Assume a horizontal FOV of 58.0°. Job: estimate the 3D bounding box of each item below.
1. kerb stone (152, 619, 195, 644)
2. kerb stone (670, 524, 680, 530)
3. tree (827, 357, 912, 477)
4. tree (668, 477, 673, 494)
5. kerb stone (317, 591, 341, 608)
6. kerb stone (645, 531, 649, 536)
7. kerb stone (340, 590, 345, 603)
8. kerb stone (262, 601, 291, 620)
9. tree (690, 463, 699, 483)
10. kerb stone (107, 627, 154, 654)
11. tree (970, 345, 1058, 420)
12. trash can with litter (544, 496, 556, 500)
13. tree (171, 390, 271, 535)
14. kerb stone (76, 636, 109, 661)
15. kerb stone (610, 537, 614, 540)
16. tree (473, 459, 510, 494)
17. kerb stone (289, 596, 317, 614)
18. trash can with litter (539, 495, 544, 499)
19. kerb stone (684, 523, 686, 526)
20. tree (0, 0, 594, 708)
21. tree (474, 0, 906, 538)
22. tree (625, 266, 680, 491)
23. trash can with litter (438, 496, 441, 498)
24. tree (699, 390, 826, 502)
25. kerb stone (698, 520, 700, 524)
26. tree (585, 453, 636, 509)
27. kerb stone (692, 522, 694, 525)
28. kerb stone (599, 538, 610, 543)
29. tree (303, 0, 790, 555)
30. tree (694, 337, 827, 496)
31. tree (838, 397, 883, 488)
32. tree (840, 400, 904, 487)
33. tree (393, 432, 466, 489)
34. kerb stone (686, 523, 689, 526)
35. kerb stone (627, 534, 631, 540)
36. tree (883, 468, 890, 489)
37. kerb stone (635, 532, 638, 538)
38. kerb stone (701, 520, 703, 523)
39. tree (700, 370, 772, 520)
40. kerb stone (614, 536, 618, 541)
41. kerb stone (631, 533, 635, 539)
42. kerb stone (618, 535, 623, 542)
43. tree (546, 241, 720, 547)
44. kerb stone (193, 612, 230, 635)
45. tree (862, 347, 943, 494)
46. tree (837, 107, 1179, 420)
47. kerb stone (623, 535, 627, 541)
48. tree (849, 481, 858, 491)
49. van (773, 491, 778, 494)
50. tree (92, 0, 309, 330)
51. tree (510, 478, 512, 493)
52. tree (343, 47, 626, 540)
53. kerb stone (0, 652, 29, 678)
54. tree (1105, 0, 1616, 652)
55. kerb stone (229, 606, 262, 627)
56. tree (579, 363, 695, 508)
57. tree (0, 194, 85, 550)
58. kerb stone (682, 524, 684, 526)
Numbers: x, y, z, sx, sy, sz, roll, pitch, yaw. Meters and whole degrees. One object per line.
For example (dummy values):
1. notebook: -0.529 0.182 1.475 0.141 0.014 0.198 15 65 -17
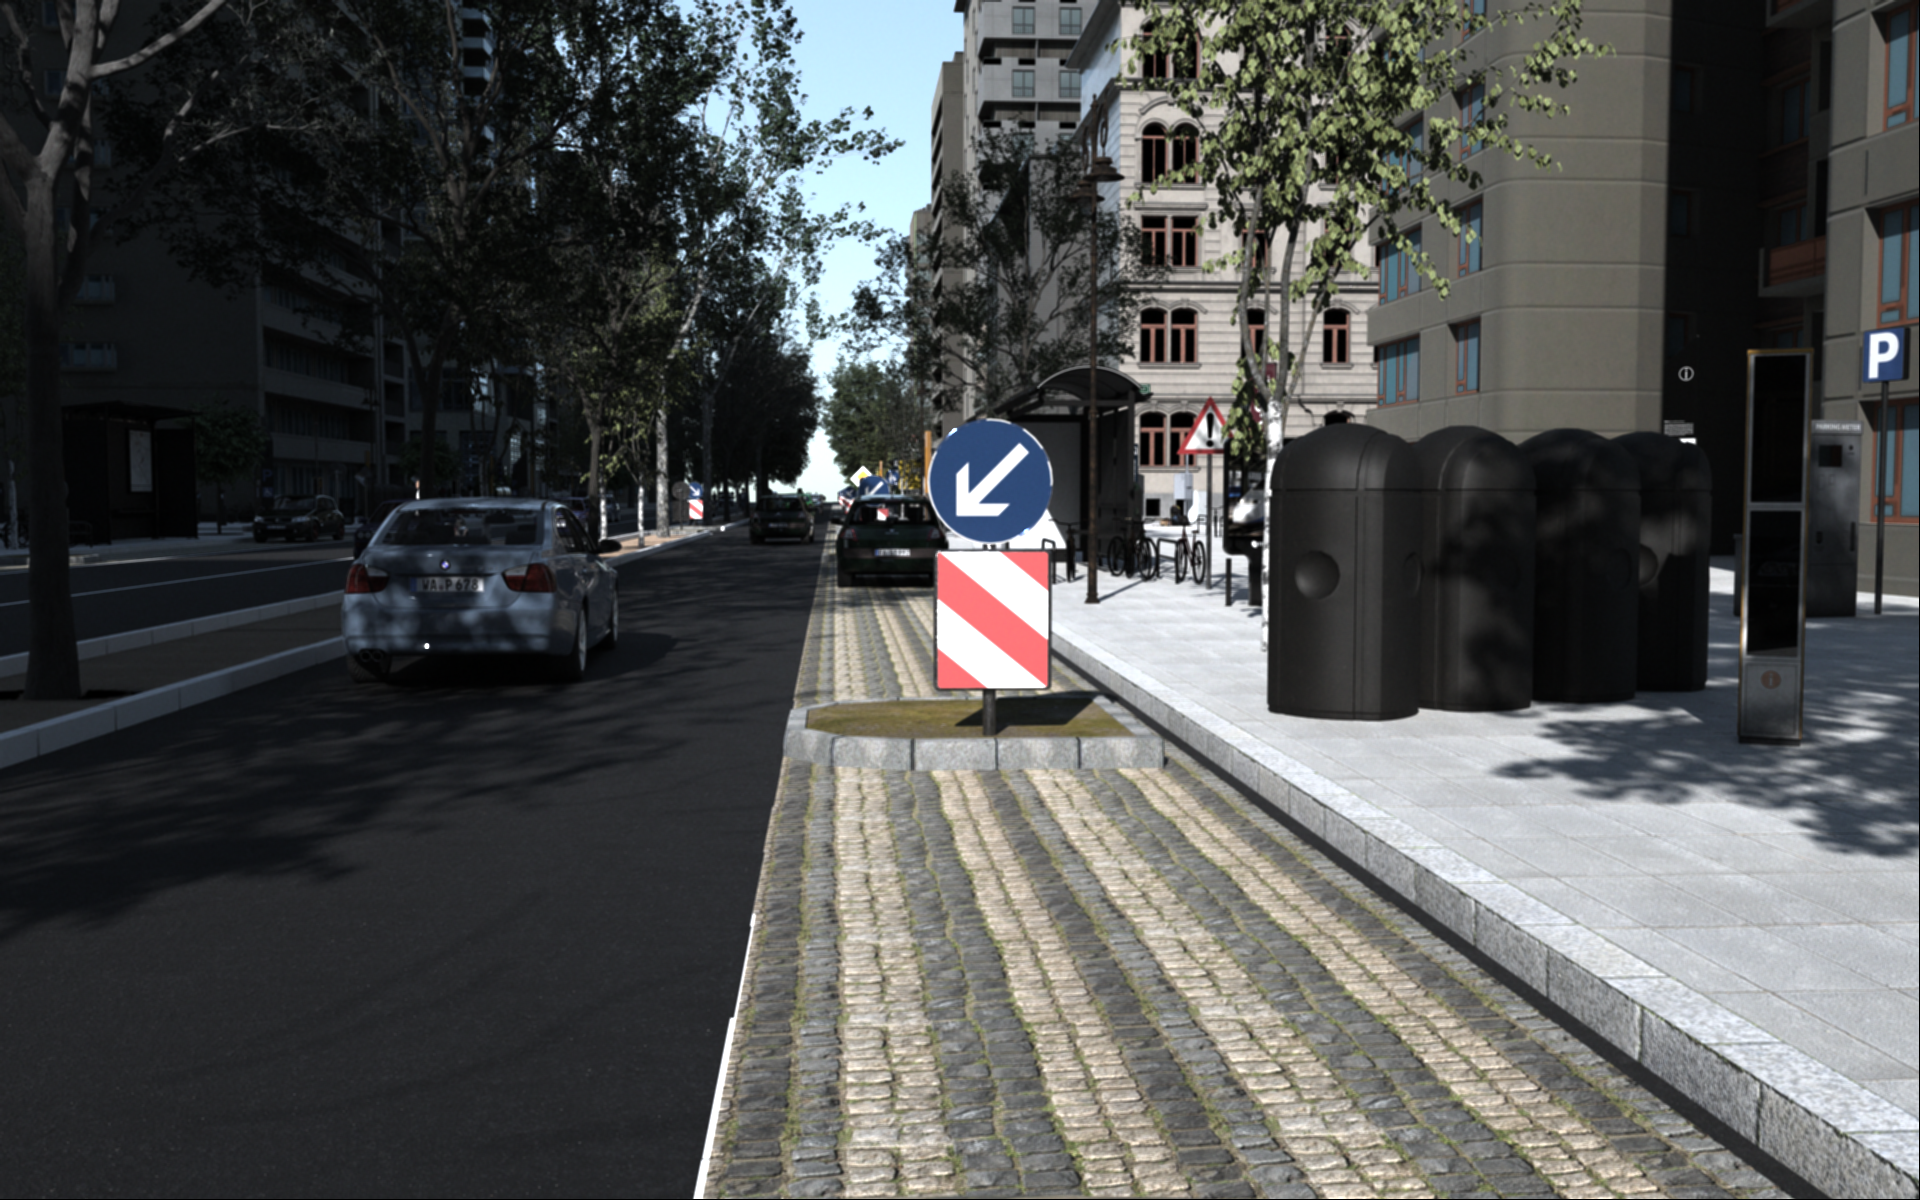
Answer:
1. kerb stone: -7.742 0.325 16.902 0.120 0.150 1.000 0 4 -4
2. kerb stone: -11.638 -2.966 70.683 0.120 0.150 1.000 0 4 -4
3. tree: -8.205 -15.498 160.051 9.857 13.997 8.962 0 3 0
4. tree: -33.117 -12.402 197.374 1.663 3.219 1.824 0 3 0
5. kerb stone: -8.105 0.016 22.020 0.120 0.150 1.000 0 4 -4
6. kerb stone: -10.770 -2.243 58.869 0.120 0.150 1.000 0 4 -4
7. kerb stone: -8.187 -0.052 23.051 0.120 0.150 1.000 0 4 -4
8. kerb stone: -7.964 0.138 19.968 0.120 0.150 1.000 0 4 -4
9. tree: -41.334 -23.558 302.185 9.611 12.733 9.660 0 3 0
10. kerb stone: -7.672 0.387 15.882 0.120 0.150 1.000 0 4 -4
11. tree: 2.581 -8.259 85.398 4.360 8.622 3.978 0 3 0
12. trash can with litter: -26.880 -6.235 113.326 0.624 1.170 1.055 2 4 34
13. tree: -23.419 -4.335 54.587 4.285 4.588 4.351 0 3 0
14. kerb stone: -7.597 0.449 14.856 0.120 0.150 1.000 0 4 -4
15. kerb stone: -10.115 -1.676 49.660 0.120 0.150 1.000 0 4 -4
16. tree: -25.502 -6.065 93.759 1.663 3.219 1.824 0 3 0
17. kerb stone: -8.034 0.073 20.995 0.120 0.150 1.000 0 4 -4
18. trash can with litter: -28.384 -6.564 118.370 1.678 1.210 2.233 0 4 6
19. kerb stone: -11.859 -3.147 73.755 0.120 0.150 1.000 0 4 -4
20. tree: -6.396 -6.057 11.866 12.009 13.543 11.850 0 3 0
21. tree: -8.459 -12.056 55.454 12.611 20.169 13.585 0 3 0
22. tree: -8.632 -5.436 41.699 4.360 8.622 3.978 0 3 0
23. trash can with litter: -26.633 -4.702 88.273 0.624 1.170 1.055 0 4 -5
24. tree: -15.556 -13.428 139.014 9.611 12.733 9.660 0 3 0
25. kerb stone: -12.376 -3.587 80.908 0.120 0.150 1.000 0 4 -4
26. tree: -29.829 -10.160 149.833 4.285 4.588 4.351 0 3 0
27. kerb stone: -12.153 -3.403 77.846 0.120 0.150 1.000 0 4 -4
28. kerb stone: -10.036 -1.617 48.634 0.120 0.150 1.000 0 4 -4
29. tree: -7.700 -6.040 35.622 8.767 10.594 7.601 0 4 -4
30. tree: -14.598 -13.415 128.447 9.857 13.997 8.962 0 3 0
31. tree: -10.630 -17.395 202.536 7.486 12.596 7.792 0 3 0
32. tree: -6.067 -11.147 132.613 4.737 8.622 4.395 0 3 0
33. tree: -25.129 -5.993 81.699 4.285 4.588 4.351 0 3 0
34. kerb stone: -11.933 -3.211 74.775 0.120 0.150 1.000 0 4 -4
35. kerb stone: -10.415 -1.930 53.750 0.120 0.150 1.000 0 4 -4
36. tree: -5.298 -8.045 126.131 1.663 3.219 1.824 0 3 0
37. kerb stone: -10.561 -2.052 55.798 0.120 0.150 1.000 0 4 -4
38. kerb stone: -12.676 -3.837 84.995 0.120 0.150 1.000 0 4 -4
39. tree: -12.370 -8.758 96.020 4.360 8.622 3.978 0 3 0
40. kerb stone: -10.191 -1.740 50.680 0.120 0.150 1.000 0 4 -4
41. kerb stone: -10.486 -1.993 54.775 0.120 0.150 1.000 0 4 -4
42. kerb stone: -10.262 -1.805 51.709 0.120 0.150 1.000 0 4 -4
43. tree: -8.711 -5.761 47.008 4.737 8.622 4.395 0 3 0
44. kerb stone: -7.814 0.261 17.926 0.120 0.150 1.000 0 4 -4
45. tree: -2.860 -8.316 86.327 4.360 8.622 3.978 0 3 0
46. tree: 1.027 -6.629 42.803 8.767 10.594 7.601 0 4 3
47. kerb stone: -10.339 -1.867 52.729 0.120 0.150 1.000 0 4 -4
48. tree: -12.355 -14.014 212.839 4.285 4.588 4.351 0 3 0
49. van: -28.457 -15.687 263.499 2.013 2.044 4.112 0 4 -6
50. tree: -7.035 -5.216 22.159 8.767 10.594 7.601 0 4 -4
51. tree: -29.894 -7.249 113.123 1.663 3.219 1.824 0 3 0
52. tree: -7.815 -4.613 28.247 4.360 8.622 3.978 0 3 0
53. kerb stone: -7.519 0.514 13.832 0.120 0.150 1.000 0 4 -4
54. tree: 2.760 -3.891 13.981 4.737 8.622 4.395 0 3 0
55. kerb stone: -7.891 0.199 18.948 0.120 0.150 1.000 0 4 -4
56. tree: -30.440 -15.466 159.526 9.857 13.997 8.962 0 3 0
57. tree: -21.996 -5.460 39.641 4.737 8.622 4.395 0 3 0
58. kerb stone: -11.789 -3.088 72.728 0.120 0.150 1.000 0 4 -4
